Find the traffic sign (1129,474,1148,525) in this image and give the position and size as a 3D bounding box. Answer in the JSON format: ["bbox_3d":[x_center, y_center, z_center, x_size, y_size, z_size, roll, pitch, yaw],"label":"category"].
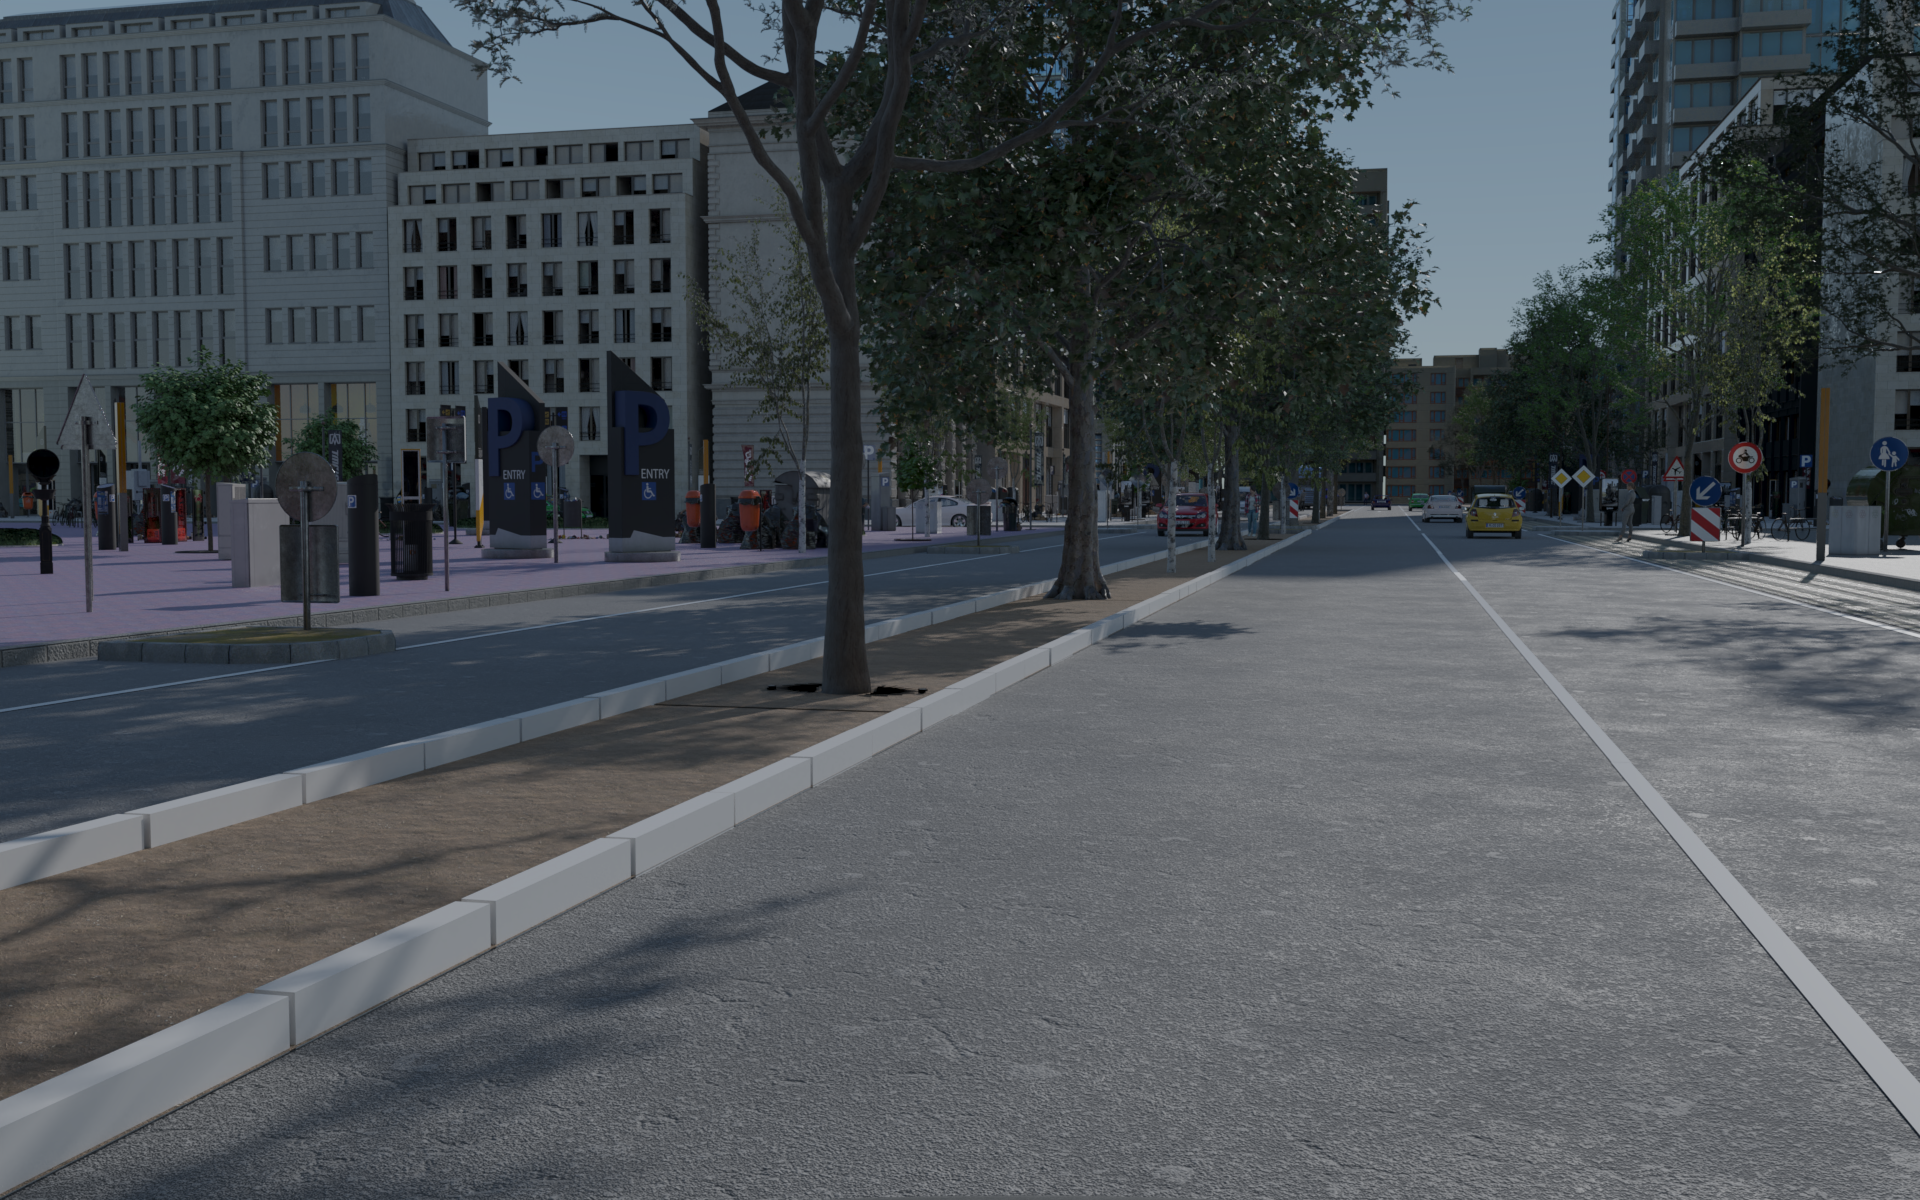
[{"bbox_3d":[7.386,-4.172,71.856,0.795,2.450,0.064,1,4,14],"label":"traffic sign"}]

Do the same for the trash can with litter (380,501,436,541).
[{"bbox_3d":[-15.265,-2.247,47.794,1.678,1.210,2.233,-2,4,-35],"label":"trash can with litter"}]

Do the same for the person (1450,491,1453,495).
[{"bbox_3d":[54.488,-11.175,191.884,0.621,1.740,0.551,0,4,-1],"label":"person"}]

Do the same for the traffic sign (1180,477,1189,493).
[{"bbox_3d":[16.334,-7.678,125.647,0.768,2.556,0.104,1,4,22],"label":"traffic sign"}]

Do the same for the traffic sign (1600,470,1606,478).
[{"bbox_3d":[33.174,-5.492,89.903,0.768,2.556,0.104,1,4,22],"label":"traffic sign"}]

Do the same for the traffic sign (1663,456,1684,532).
[{"bbox_3d":[24.261,-3.589,58.685,0.884,2.594,0.081,1,4,23],"label":"traffic sign"}]

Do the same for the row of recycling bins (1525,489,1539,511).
[{"bbox_3d":[42.948,-7.488,129.536,1.069,1.692,3.534,1,4,11],"label":"row of recycling bins"}]

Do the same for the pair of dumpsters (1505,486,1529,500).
[{"bbox_3d":[43.928,-8.205,136.638,1.574,2.255,4.437,1,4,14],"label":"pair of dumpsters"}]

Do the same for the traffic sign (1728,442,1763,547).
[{"bbox_3d":[19.145,-2.580,42.287,0.768,2.556,0.104,1,4,20],"label":"traffic sign"}]

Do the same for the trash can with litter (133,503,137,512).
[{"bbox_3d":[-29.690,-3.118,62.373,1.055,1.170,0.624,-3,4,-38],"label":"trash can with litter"}]

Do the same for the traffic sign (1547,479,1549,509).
[{"bbox_3d":[40.232,-7.246,118.570,0.768,2.556,0.104,1,4,20],"label":"traffic sign"}]

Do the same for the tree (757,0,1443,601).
[{"bbox_3d":[1.684,-6.363,23.508,9.611,12.733,9.660,0,3,0],"label":"tree"}]

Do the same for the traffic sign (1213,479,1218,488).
[{"bbox_3d":[18.934,-7.856,129.628,0.795,2.450,0.064,1,4,14],"label":"traffic sign"}]

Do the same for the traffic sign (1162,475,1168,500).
[{"bbox_3d":[13.776,-7.069,115.685,0.768,2.556,0.104,1,4,19],"label":"traffic sign"}]

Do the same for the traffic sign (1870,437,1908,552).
[{"bbox_3d":[20.621,-2.349,38.512,0.768,2.556,0.104,1,4,20],"label":"traffic sign"}]

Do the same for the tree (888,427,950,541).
[{"bbox_3d":[-1.309,-3.222,47.277,1.663,3.219,1.824,0,3,0],"label":"tree"}]

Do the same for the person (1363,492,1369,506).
[{"bbox_3d":[50.822,-12.688,216.879,0.436,1.711,0.756,-2,4,-31],"label":"person"}]

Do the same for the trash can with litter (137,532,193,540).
[{"bbox_3d":[-22.415,-2.300,48.665,2.233,1.210,1.678,1,4,9],"label":"trash can with litter"}]

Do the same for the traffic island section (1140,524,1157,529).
[{"bbox_3d":[7.361,-3.036,71.924,2.009,0.180,2.903,1,4,14],"label":"traffic island section"}]

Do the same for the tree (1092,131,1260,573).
[{"bbox_3d":[3.876,-4.805,31.390,4.360,8.622,3.978,0,3,0],"label":"tree"}]

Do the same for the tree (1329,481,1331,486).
[{"bbox_3d":[11.411,-6.598,60.700,4.737,8.622,4.395,0,3,0],"label":"tree"}]

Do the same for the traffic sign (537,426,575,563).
[{"bbox_3d":[-7.534,-1.965,32.240,0.768,2.556,0.104,1,4,15],"label":"traffic sign"}]

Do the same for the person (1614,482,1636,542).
[{"bbox_3d":[19.887,-2.631,51.790,0.573,1.790,0.520,1,4,22],"label":"person"}]

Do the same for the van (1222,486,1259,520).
[{"bbox_3d":[15.218,-5.297,93.624,2.013,2.044,4.112,1,4,14],"label":"van"}]

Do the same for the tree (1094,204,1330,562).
[{"bbox_3d":[5.260,-5.077,35.827,4.737,8.622,4.395,0,3,0],"label":"tree"}]

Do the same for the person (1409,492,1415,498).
[{"bbox_3d":[54.294,-12.122,207.421,0.721,1.735,1.217,-3,4,-36],"label":"person"}]

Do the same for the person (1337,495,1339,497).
[{"bbox_3d":[47.315,-12.735,216.585,0.709,1.838,0.599,3,4,37],"label":"person"}]

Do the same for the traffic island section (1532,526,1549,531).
[{"bbox_3d":[23.564,-2.792,67.923,2.009,0.180,2.903,1,4,14],"label":"traffic island section"}]

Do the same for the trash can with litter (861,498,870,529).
[{"bbox_3d":[-3.466,-2.869,58.300,0.624,1.170,1.055,1,4,13],"label":"trash can with litter"}]

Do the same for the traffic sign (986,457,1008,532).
[{"bbox_3d":[1.266,-3.620,59.298,0.768,2.556,0.104,1,4,15],"label":"traffic sign"}]

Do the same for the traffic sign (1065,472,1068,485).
[{"bbox_3d":[5.103,-4.715,79.223,0.606,2.300,0.079,1,4,20],"label":"traffic sign"}]

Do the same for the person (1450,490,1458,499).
[{"bbox_3d":[47.164,-9.609,165.591,1.348,1.826,0.705,-2,4,-27],"label":"person"}]

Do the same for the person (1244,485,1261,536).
[{"bbox_3d":[9.895,-3.007,58.496,0.563,1.720,0.643,2,4,24],"label":"person"}]

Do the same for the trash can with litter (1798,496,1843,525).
[{"bbox_3d":[35.851,-3.701,71.568,1.678,1.210,2.233,-3,4,-39],"label":"trash can with litter"}]

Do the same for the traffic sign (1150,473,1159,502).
[{"bbox_3d":[11.976,-6.620,108.244,0.884,2.594,0.081,1,4,17],"label":"traffic sign"}]

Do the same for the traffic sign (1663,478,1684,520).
[{"bbox_3d":[29.635,-4.395,71.864,0.884,2.594,0.081,2,4,24],"label":"traffic sign"}]

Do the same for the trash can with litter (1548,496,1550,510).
[{"bbox_3d":[40.932,-6.622,119.650,0.624,1.170,1.055,1,4,17],"label":"trash can with litter"}]

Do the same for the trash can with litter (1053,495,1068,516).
[{"bbox_3d":[6.442,-5.646,103.363,2.233,1.210,1.678,3,4,38],"label":"trash can with litter"}]

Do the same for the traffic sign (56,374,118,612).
[{"bbox_3d":[-9.452,-1.145,18.727,0.884,2.594,0.081,1,4,22],"label":"traffic sign"}]

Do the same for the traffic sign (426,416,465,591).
[{"bbox_3d":[-6.772,-1.265,22.809,0.606,2.300,0.079,1,4,21],"label":"traffic sign"}]

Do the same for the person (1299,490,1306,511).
[{"bbox_3d":[28.336,-8.236,143.338,0.592,1.802,0.473,-1,4,-9],"label":"person"}]

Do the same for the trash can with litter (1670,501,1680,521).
[{"bbox_3d":[33.332,-4.274,81.267,0.624,1.170,1.055,-2,4,-33],"label":"trash can with litter"}]

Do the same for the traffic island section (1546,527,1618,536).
[{"bbox_3d":[21.645,-2.317,60.171,2.009,0.180,2.903,1,4,14],"label":"traffic island section"}]

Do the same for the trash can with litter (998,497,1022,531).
[{"bbox_3d":[1.762,-2.972,59.986,0.624,1.170,1.055,1,4,21],"label":"trash can with litter"}]

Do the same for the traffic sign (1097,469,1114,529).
[{"bbox_3d":[5.467,-3.698,64.104,0.795,2.450,0.064,1,4,14],"label":"traffic sign"}]

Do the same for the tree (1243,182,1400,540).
[{"bbox_3d":[9.530,-7.659,53.430,9.928,11.665,9.643,0,3,0],"label":"tree"}]

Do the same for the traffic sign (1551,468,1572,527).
[{"bbox_3d":[23.539,-3.927,67.851,0.795,2.450,0.064,1,4,14],"label":"traffic sign"}]

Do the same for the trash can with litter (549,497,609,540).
[{"bbox_3d":[-10.684,-2.343,49.358,2.233,1.210,1.678,0,4,2],"label":"trash can with litter"}]

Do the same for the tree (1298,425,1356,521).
[{"bbox_3d":[19.088,-8.516,92.052,4.360,8.622,3.978,0,3,0],"label":"tree"}]

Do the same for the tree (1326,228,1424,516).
[{"bbox_3d":[22.633,-15.456,111.053,12.611,20.169,13.585,0,3,0],"label":"tree"}]

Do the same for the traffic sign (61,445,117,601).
[{"bbox_3d":[-10.431,-1.267,20.711,0.884,2.594,0.081,1,4,22],"label":"traffic sign"}]

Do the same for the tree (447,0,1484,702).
[{"bbox_3d":[-0.823,-6.060,11.900,12.009,13.543,11.850,0,3,0],"label":"tree"}]

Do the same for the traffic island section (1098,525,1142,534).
[{"bbox_3d":[5.442,-2.562,64.172,2.009,0.180,2.903,1,4,14],"label":"traffic island section"}]

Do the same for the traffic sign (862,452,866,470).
[{"bbox_3d":[-2.856,-2.793,45.773,0.768,2.556,0.104,1,4,21],"label":"traffic sign"}]

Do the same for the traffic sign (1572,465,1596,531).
[{"bbox_3d":[21.620,-3.453,60.099,0.795,2.450,0.064,1,4,14],"label":"traffic sign"}]

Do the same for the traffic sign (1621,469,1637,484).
[{"bbox_3d":[34.390,-5.442,89.091,0.768,2.556,0.104,1,4,19],"label":"traffic sign"}]

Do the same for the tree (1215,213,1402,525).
[{"bbox_3d":[14.134,-10.058,73.560,9.857,13.997,8.962,0,3,0],"label":"tree"}]
